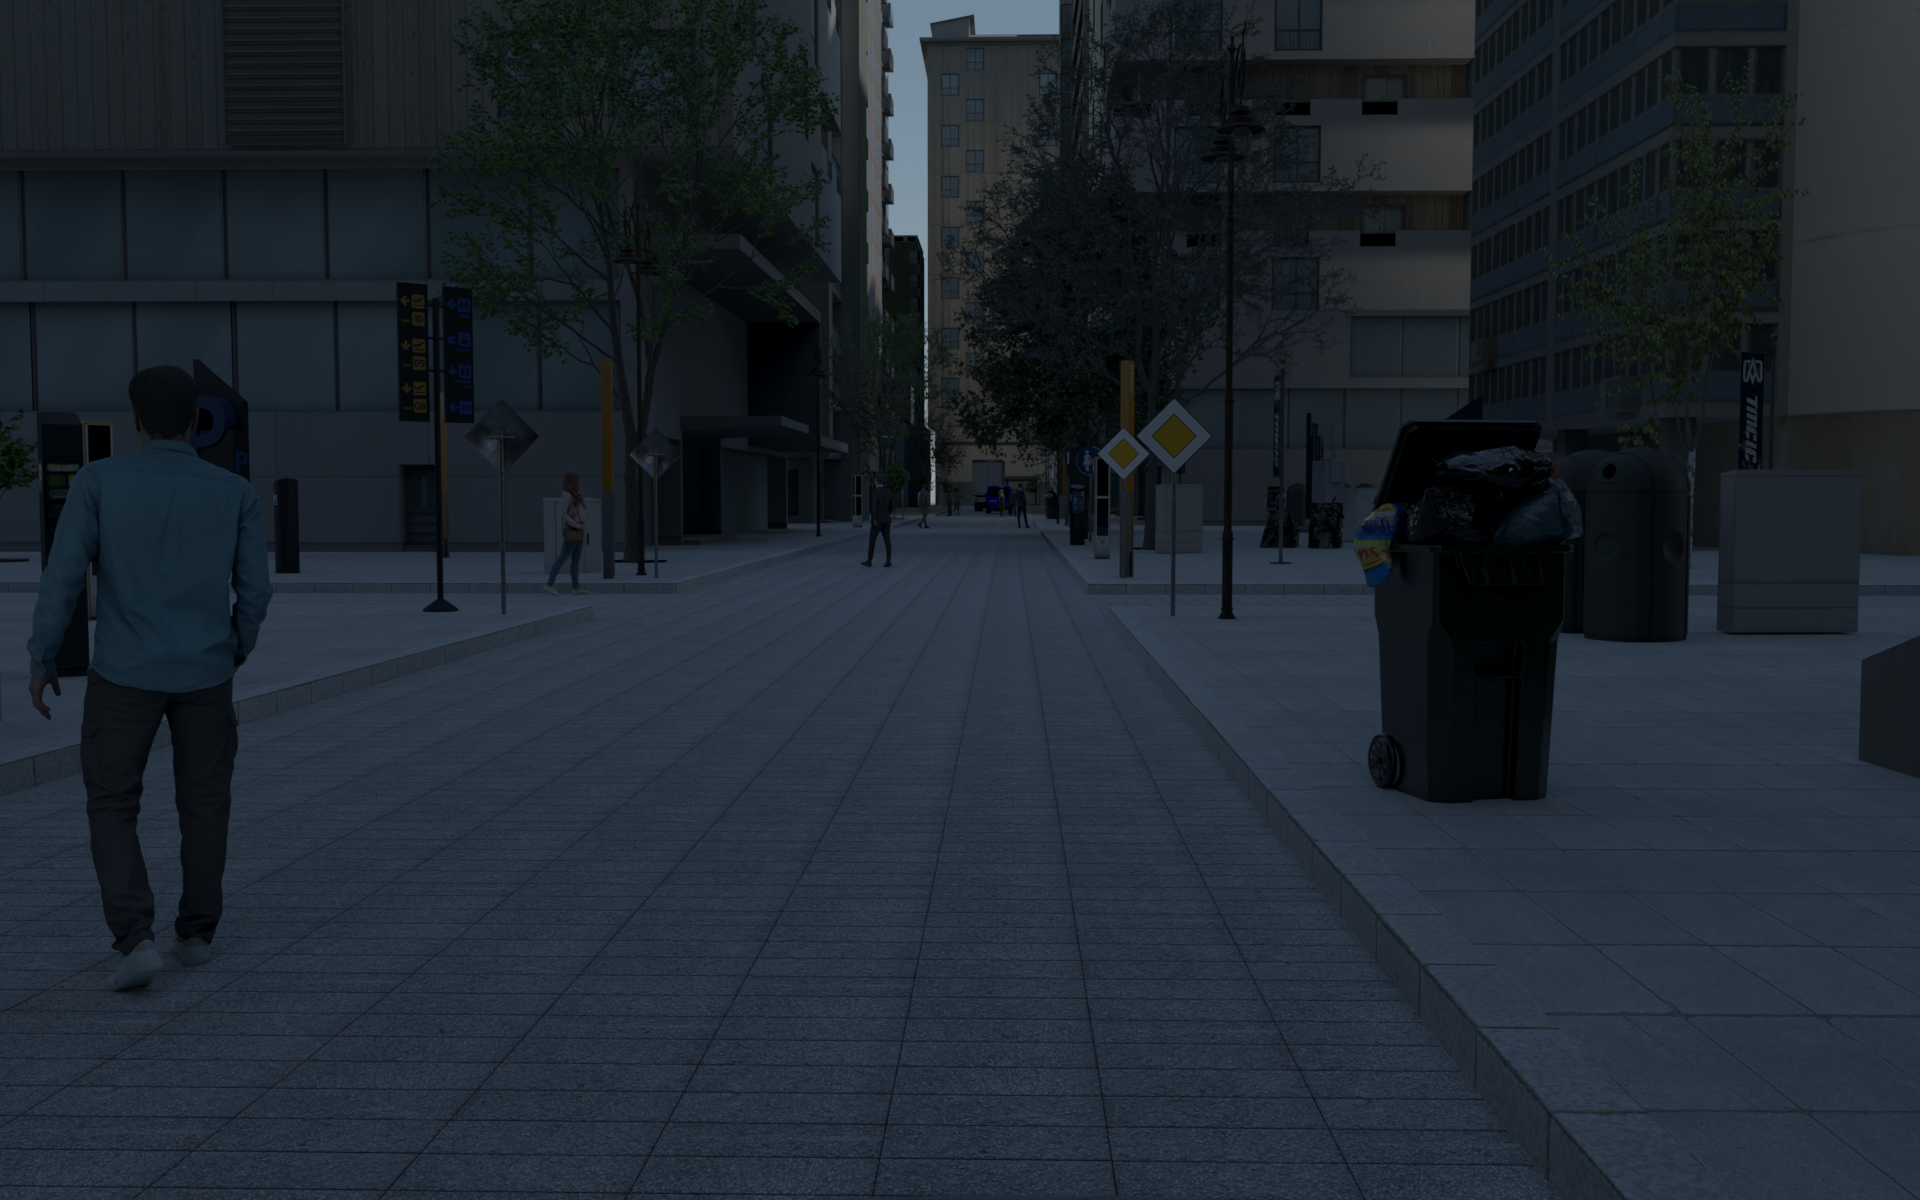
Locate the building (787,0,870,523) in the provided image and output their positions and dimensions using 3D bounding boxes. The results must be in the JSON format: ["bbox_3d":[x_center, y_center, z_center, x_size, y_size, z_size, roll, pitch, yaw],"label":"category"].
[{"bbox_3d":[-11.695,-24.124,78.025,14.154,41.232,14.086,0,4,2],"label":"building"}]

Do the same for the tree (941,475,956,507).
[{"bbox_3d":[-1.351,-11.223,178.094,1.663,3.219,1.824,0,3,0],"label":"tree"}]

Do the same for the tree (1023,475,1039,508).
[{"bbox_3d":[6.998,-10.391,164.495,1.663,3.219,1.824,0,3,0],"label":"tree"}]

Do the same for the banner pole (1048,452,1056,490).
[{"bbox_3d":[5.044,-6.492,96.164,0.401,3.779,0.863,-2,4,-34],"label":"banner pole"}]

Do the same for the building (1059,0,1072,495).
[{"bbox_3d":[14.749,-27.724,136.887,14.154,41.232,14.086,0,4,2],"label":"building"}]

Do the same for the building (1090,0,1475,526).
[{"bbox_3d":[20.131,-30.129,81.852,28.713,52.752,27.495,0,4,2],"label":"building"}]

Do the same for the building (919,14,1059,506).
[{"bbox_3d":[9.818,-37.346,199.838,27.495,52.752,28.713,0,4,2],"label":"building"}]

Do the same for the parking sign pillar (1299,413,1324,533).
[{"bbox_3d":[11.903,-4.261,58.139,1.447,3.967,1.447,1,4,19],"label":"parking sign pillar"}]

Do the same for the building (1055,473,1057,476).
[{"bbox_3d":[20.969,-32.995,159.075,23.786,49.044,30.456,0,4,2],"label":"building"}]

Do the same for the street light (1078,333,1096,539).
[{"bbox_3d":[3.582,-4.664,49.037,0.468,5.910,1.993,0,4,2],"label":"street light"}]

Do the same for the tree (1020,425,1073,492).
[{"bbox_3d":[5.617,-9.400,104.048,4.360,8.622,3.978,0,3,0],"label":"tree"}]

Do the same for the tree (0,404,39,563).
[{"bbox_3d":[-18.177,-2.327,32.649,1.663,3.219,1.824,0,3,0],"label":"tree"}]

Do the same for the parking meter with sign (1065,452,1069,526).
[{"bbox_3d":[4.489,-4.519,70.147,0.543,3.016,1.738,0,4,6],"label":"parking meter with sign"}]

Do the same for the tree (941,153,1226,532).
[{"bbox_3d":[4.119,-8.623,57.989,9.611,12.733,9.660,0,3,0],"label":"tree"}]

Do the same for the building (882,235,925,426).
[{"bbox_3d":[-11.153,-25.879,194.815,14.107,30.474,14.160,0,4,2],"label":"building"}]

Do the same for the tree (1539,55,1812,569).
[{"bbox_3d":[12.438,-4.854,29.719,4.737,8.622,4.395,0,3,0],"label":"tree"}]

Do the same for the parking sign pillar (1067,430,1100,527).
[{"bbox_3d":[4.882,-4.809,67.094,1.447,3.967,1.447,2,4,34],"label":"parking sign pillar"}]

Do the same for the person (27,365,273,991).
[{"bbox_3d":[-2.387,0.206,5.153,0.660,1.820,0.620,-3,4,-37],"label":"person"}]

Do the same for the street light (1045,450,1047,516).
[{"bbox_3d":[4.953,-7.747,99.449,0.468,5.910,1.993,0,4,2],"label":"street light"}]

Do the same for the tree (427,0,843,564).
[{"bbox_3d":[-6.042,-6.513,32.243,9.928,11.665,9.643,0,3,0],"label":"tree"}]

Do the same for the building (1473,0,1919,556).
[{"bbox_3d":[27.228,-21.484,43.142,23.993,40.220,32.217,0,4,2],"label":"building"}]

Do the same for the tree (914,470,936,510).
[{"bbox_3d":[-2.877,-8.887,139.906,1.663,3.219,1.824,0,3,0],"label":"tree"}]

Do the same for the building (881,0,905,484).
[{"bbox_3d":[-16.620,-31.286,131.127,23.786,49.044,30.456,0,4,2],"label":"building"}]

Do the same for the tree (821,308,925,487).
[{"bbox_3d":[-3.912,-7.281,69.409,4.360,8.622,3.978,0,3,0],"label":"tree"}]

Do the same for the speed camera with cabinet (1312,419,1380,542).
[{"bbox_3d":[10.300,-3.156,45.936,2.038,3.252,0.660,-2,4,-29],"label":"speed camera with cabinet"}]

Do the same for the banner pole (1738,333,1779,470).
[{"bbox_3d":[12.427,-2.258,26.936,0.863,3.779,0.401,-1,4,-17],"label":"banner pole"}]

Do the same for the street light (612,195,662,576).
[{"bbox_3d":[-5.030,-3.326,27.161,0.468,5.910,1.993,0,4,2],"label":"street light"}]

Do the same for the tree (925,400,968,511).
[{"bbox_3d":[-2.170,-10.861,127.935,4.360,8.622,3.978,0,3,0],"label":"tree"}]

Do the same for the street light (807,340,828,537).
[{"bbox_3d":[-4.270,-4.849,52.064,0.468,5.910,1.993,0,4,2],"label":"street light"}]

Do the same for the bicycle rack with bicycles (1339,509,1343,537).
[{"bbox_3d":[11.545,-2.262,50.372,2.852,0.926,2.925,-1,4,-18],"label":"bicycle rack with bicycles"}]

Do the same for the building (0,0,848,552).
[{"bbox_3d":[-17.840,-28.126,49.099,28.713,52.752,27.495,0,4,2],"label":"building"}]

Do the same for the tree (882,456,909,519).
[{"bbox_3d":[-3.459,-5.699,87.782,1.663,3.219,1.824,0,3,0],"label":"tree"}]

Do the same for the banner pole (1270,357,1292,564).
[{"bbox_3d":[5.882,-2.566,31.976,0.401,3.779,0.863,0,4,-4],"label":"banner pole"}]

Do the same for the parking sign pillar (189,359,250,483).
[{"bbox_3d":[-14.723,-2.804,34.324,1.447,3.967,1.447,2,4,24],"label":"parking sign pillar"}]

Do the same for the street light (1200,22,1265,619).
[{"bbox_3d":[2.745,-2.743,17.636,0.468,5.910,1.993,0,4,2],"label":"street light"}]

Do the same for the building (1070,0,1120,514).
[{"bbox_3d":[18.633,-30.255,118.379,21.300,48.544,21.600,0,4,2],"label":"building"}]

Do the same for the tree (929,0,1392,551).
[{"bbox_3d":[4.520,-7.900,39.540,12.009,13.543,11.850,0,3,0],"label":"tree"}]

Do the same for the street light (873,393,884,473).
[{"bbox_3d":[-3.585,-6.414,77.658,0.468,5.910,1.993,0,4,2],"label":"street light"}]

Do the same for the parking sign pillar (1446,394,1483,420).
[{"bbox_3d":[13.490,-3.583,47.062,1.447,3.967,1.447,1,4,13],"label":"parking sign pillar"}]

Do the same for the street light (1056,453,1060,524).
[{"bbox_3d":[4.217,-6.214,74.387,0.468,5.910,1.993,0,4,2],"label":"street light"}]

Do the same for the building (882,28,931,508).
[{"bbox_3d":[-18.789,-52.020,163.191,31.000,86.520,22.319,0,4,2],"label":"building"}]

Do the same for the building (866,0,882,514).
[{"bbox_3d":[-12.327,-28.034,108.472,14.600,45.320,14.200,0,4,2],"label":"building"}]
